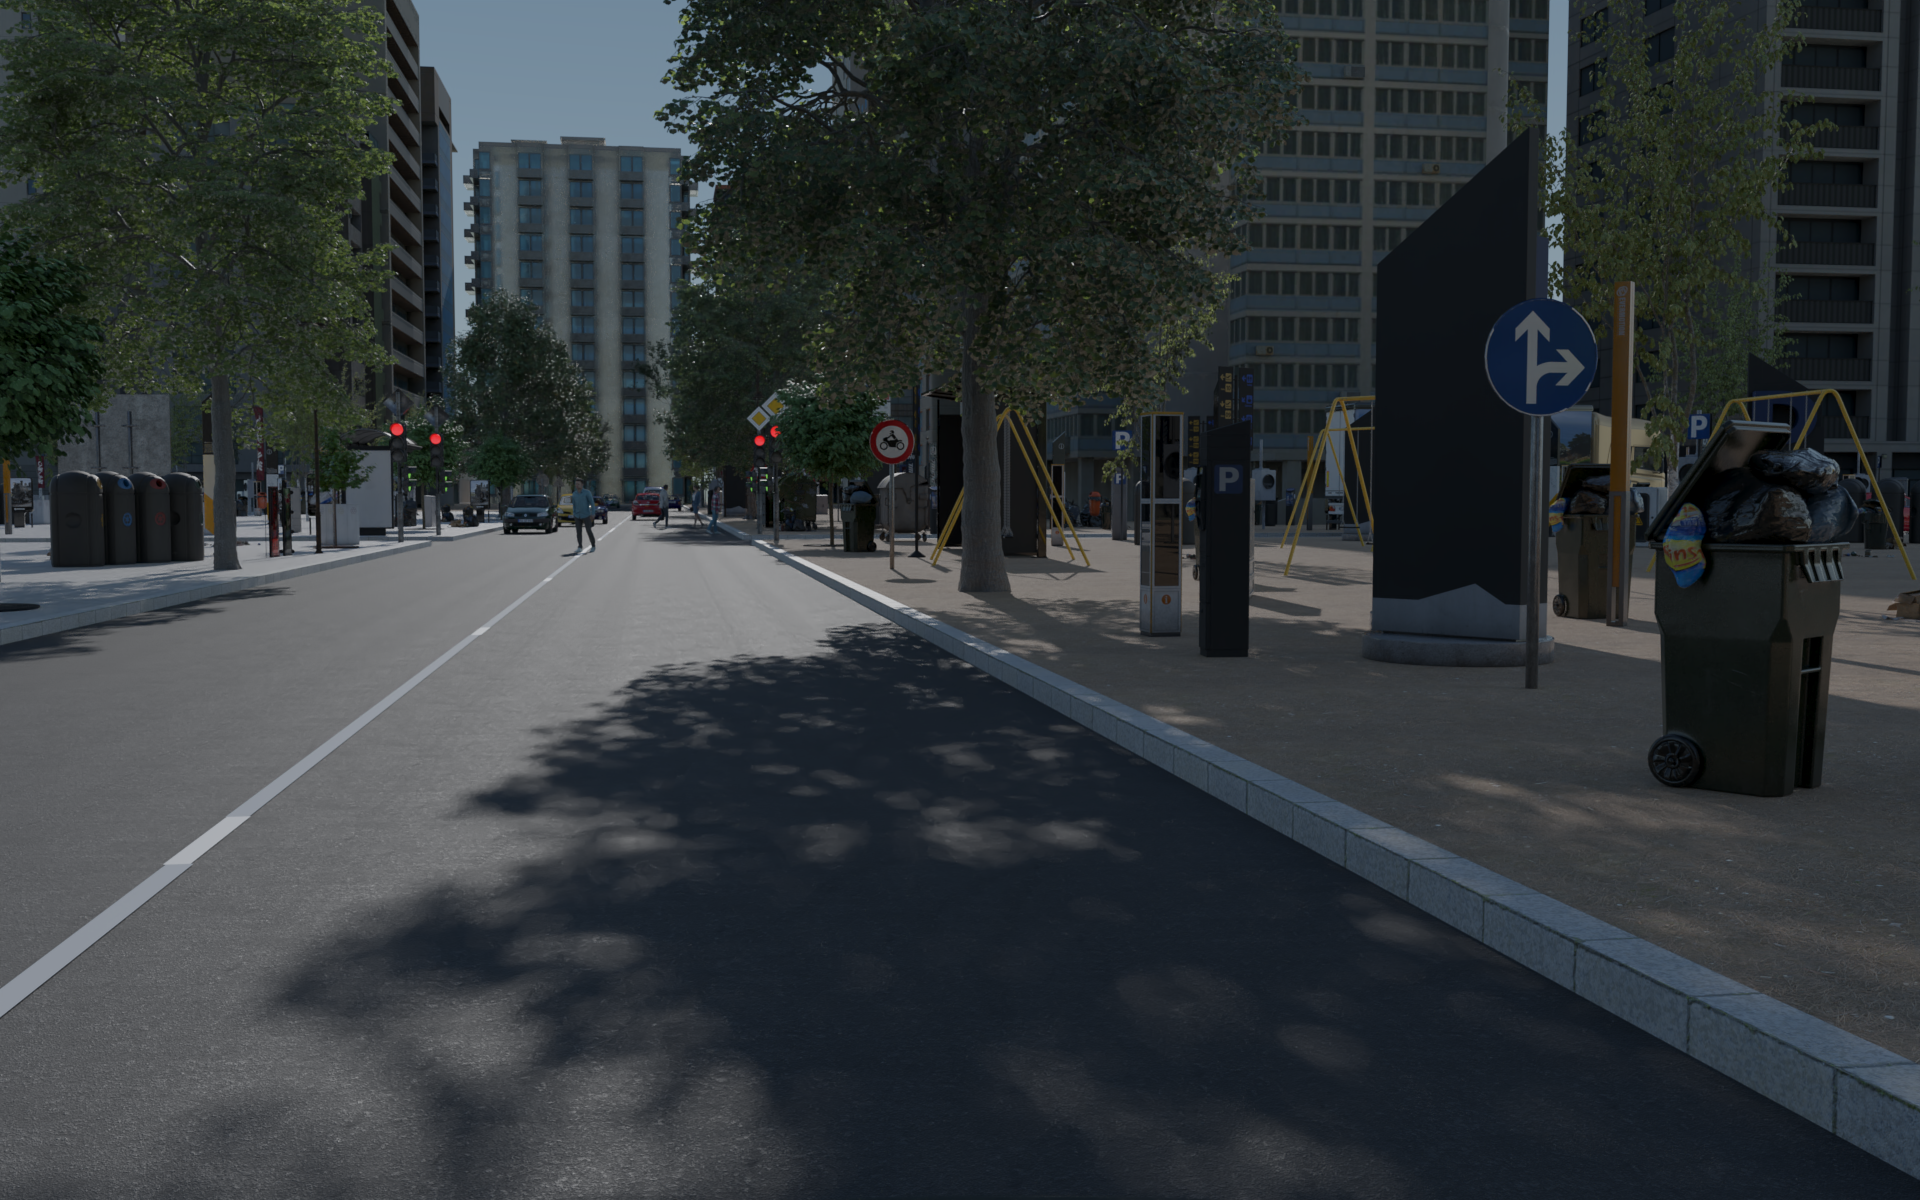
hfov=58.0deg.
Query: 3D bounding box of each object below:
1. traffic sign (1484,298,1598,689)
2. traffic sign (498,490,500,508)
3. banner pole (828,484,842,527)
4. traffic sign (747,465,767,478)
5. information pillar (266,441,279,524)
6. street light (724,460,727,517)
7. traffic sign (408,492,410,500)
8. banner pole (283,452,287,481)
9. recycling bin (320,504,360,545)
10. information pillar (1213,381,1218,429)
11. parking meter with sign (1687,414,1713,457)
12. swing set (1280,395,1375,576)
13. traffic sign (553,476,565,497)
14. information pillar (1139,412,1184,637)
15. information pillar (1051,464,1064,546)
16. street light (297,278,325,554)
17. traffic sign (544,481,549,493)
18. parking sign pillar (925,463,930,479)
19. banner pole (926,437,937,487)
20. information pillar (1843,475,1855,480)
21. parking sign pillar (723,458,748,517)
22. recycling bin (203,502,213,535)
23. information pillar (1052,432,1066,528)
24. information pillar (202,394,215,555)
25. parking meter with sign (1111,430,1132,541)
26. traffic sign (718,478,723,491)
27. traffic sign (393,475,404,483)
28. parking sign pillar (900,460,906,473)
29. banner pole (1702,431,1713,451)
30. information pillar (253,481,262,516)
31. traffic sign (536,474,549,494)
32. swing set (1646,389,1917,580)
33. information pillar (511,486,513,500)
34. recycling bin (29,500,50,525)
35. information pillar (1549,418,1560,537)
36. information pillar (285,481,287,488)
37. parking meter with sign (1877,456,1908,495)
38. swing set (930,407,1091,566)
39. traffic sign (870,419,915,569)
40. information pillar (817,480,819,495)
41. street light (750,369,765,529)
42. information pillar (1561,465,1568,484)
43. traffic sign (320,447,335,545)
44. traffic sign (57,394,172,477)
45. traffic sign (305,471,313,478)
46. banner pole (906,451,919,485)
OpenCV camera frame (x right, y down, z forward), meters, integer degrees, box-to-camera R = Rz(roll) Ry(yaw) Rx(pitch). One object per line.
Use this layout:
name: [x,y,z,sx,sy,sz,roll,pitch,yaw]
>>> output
traffic sign: [3.775,-0.688,11.361,0.768,2.556,0.104,0,4,-7]
traffic sign: [-28.253,-6.484,106.125,0.768,2.556,0.104,0,4,-5]
banner pole: [-4.889,-4.684,66.592,0.401,3.779,0.863,-1,4,-10]
traffic sign: [-6.721,-3.558,58.185,0.884,2.594,0.081,0,4,-3]
information pillar: [-29.048,-5.003,73.151,0.504,3.616,0.183,0,4,-6]
street light: [-13.152,-7.587,96.843,0.468,5.910,1.993,-1,4,-10]
traffic sign: [-24.551,-4.711,77.125,0.768,2.556,0.104,0,4,-2]
banner pole: [-39.339,-6.787,100.982,0.401,3.779,0.863,-2,4,-31]
recycling bin: [-15.695,-1.911,43.801,0.722,1.027,0.722,3,5,39]
information pillar: [4.870,-2.515,32.475,0.183,3.616,0.504,-1,4,-12]
parking meter with sign: [16.803,-2.565,38.196,1.738,3.016,0.543,-2,4,-32]
swing set: [7.191,-1.799,27.037,2.862,2.851,3.119,-3,5,-44]
traffic sign: [-28.635,-7.562,123.649,0.884,2.594,0.081,0,4,-4]
information pillar: [1.815,-0.681,15.629,0.304,2.012,0.304,-1,4,-14]
information pillar: [2.413,-2.342,42.783,0.304,2.012,0.304,0,4,7]
street light: [-13.824,-3.938,37.167,0.468,5.910,1.993,-1,4,-10]
traffic sign: [-30.282,-7.703,126.057,0.768,2.556,0.104,0,4,-1]
parking sign pillar: [-1.740,-7.791,115.855,1.447,3.967,1.447,3,4,38]
banner pole: [-1.270,-5.232,75.566,0.401,3.779,0.863,-3,5,-40]
information pillar: [33.645,-3.737,65.594,0.304,2.012,0.304,-1,4,-18]
parking sign pillar: [-12.843,-6.764,99.062,1.447,3.967,1.447,1,4,10]
recycling bin: [-23.606,-2.585,54.813,0.722,1.027,0.722,2,4,24]
information pillar: [3.709,-4.494,64.826,0.504,3.616,0.183,-1,4,-13]
information pillar: [-15.663,-2.760,36.480,0.504,3.616,0.183,-1,4,-8]
parking meter with sign: [4.466,-3.184,48.321,0.543,3.016,1.738,0,4,2]
traffic sign: [-15.178,-6.639,110.684,0.606,2.300,0.079,0,4,-5]
traffic sign: [-23.065,-4.294,71.393,0.795,2.450,0.064,0,4,-1]
parking sign pillar: [-3.509,-7.704,114.435,1.447,3.967,1.447,-2,4,-29]
banner pole: [25.955,-4.310,60.489,0.401,3.779,0.863,-2,4,-35]
information pillar: [-40.991,-5.907,101.066,0.304,2.012,0.304,2,4,33]
traffic sign: [-26.057,-6.605,108.104,0.768,2.556,0.104,0,4,-4]
swing set: [12.834,-1.817,27.327,2.862,2.851,3.119,0,4,-3]
information pillar: [-28.136,-7.179,108.735,0.183,3.616,0.504,0,4,-5]
recycling bin: [-38.754,-3.705,73.135,0.722,1.027,0.722,1,4,8]
information pillar: [17.634,-3.683,51.567,0.183,3.616,0.504,-2,4,-24]
information pillar: [-36.910,-5.505,94.497,0.304,2.012,0.304,0,4,4]
parking meter with sign: [42.663,-5.042,78.697,1.738,3.016,0.543,1,4,17]
swing set: [0.873,-2.133,32.502,2.862,2.851,3.119,0,4,-2]
traffic sign: [-1.161,-1.801,29.560,0.768,2.556,0.104,0,4,-6]
information pillar: [-9.924,-7.871,120.052,0.183,3.616,0.504,-3,5,-40]
street light: [-7.471,-5.585,64.095,0.468,5.910,1.993,-1,4,-10]
information pillar: [15.409,-2.404,43.794,0.304,2.012,0.304,-3,5,-41]
traffic sign: [-15.191,-2.563,42.016,0.768,2.556,0.104,0,4,-5]
traffic sign: [-17.259,-2.537,35.347,2.265,3.308,0.079,0,4,-2]
traffic sign: [-21.753,-3.596,58.796,0.884,2.594,0.081,-1,4,-10]
banner pole: [-2.270,-5.831,85.361,0.863,3.779,0.401,1,4,11]
